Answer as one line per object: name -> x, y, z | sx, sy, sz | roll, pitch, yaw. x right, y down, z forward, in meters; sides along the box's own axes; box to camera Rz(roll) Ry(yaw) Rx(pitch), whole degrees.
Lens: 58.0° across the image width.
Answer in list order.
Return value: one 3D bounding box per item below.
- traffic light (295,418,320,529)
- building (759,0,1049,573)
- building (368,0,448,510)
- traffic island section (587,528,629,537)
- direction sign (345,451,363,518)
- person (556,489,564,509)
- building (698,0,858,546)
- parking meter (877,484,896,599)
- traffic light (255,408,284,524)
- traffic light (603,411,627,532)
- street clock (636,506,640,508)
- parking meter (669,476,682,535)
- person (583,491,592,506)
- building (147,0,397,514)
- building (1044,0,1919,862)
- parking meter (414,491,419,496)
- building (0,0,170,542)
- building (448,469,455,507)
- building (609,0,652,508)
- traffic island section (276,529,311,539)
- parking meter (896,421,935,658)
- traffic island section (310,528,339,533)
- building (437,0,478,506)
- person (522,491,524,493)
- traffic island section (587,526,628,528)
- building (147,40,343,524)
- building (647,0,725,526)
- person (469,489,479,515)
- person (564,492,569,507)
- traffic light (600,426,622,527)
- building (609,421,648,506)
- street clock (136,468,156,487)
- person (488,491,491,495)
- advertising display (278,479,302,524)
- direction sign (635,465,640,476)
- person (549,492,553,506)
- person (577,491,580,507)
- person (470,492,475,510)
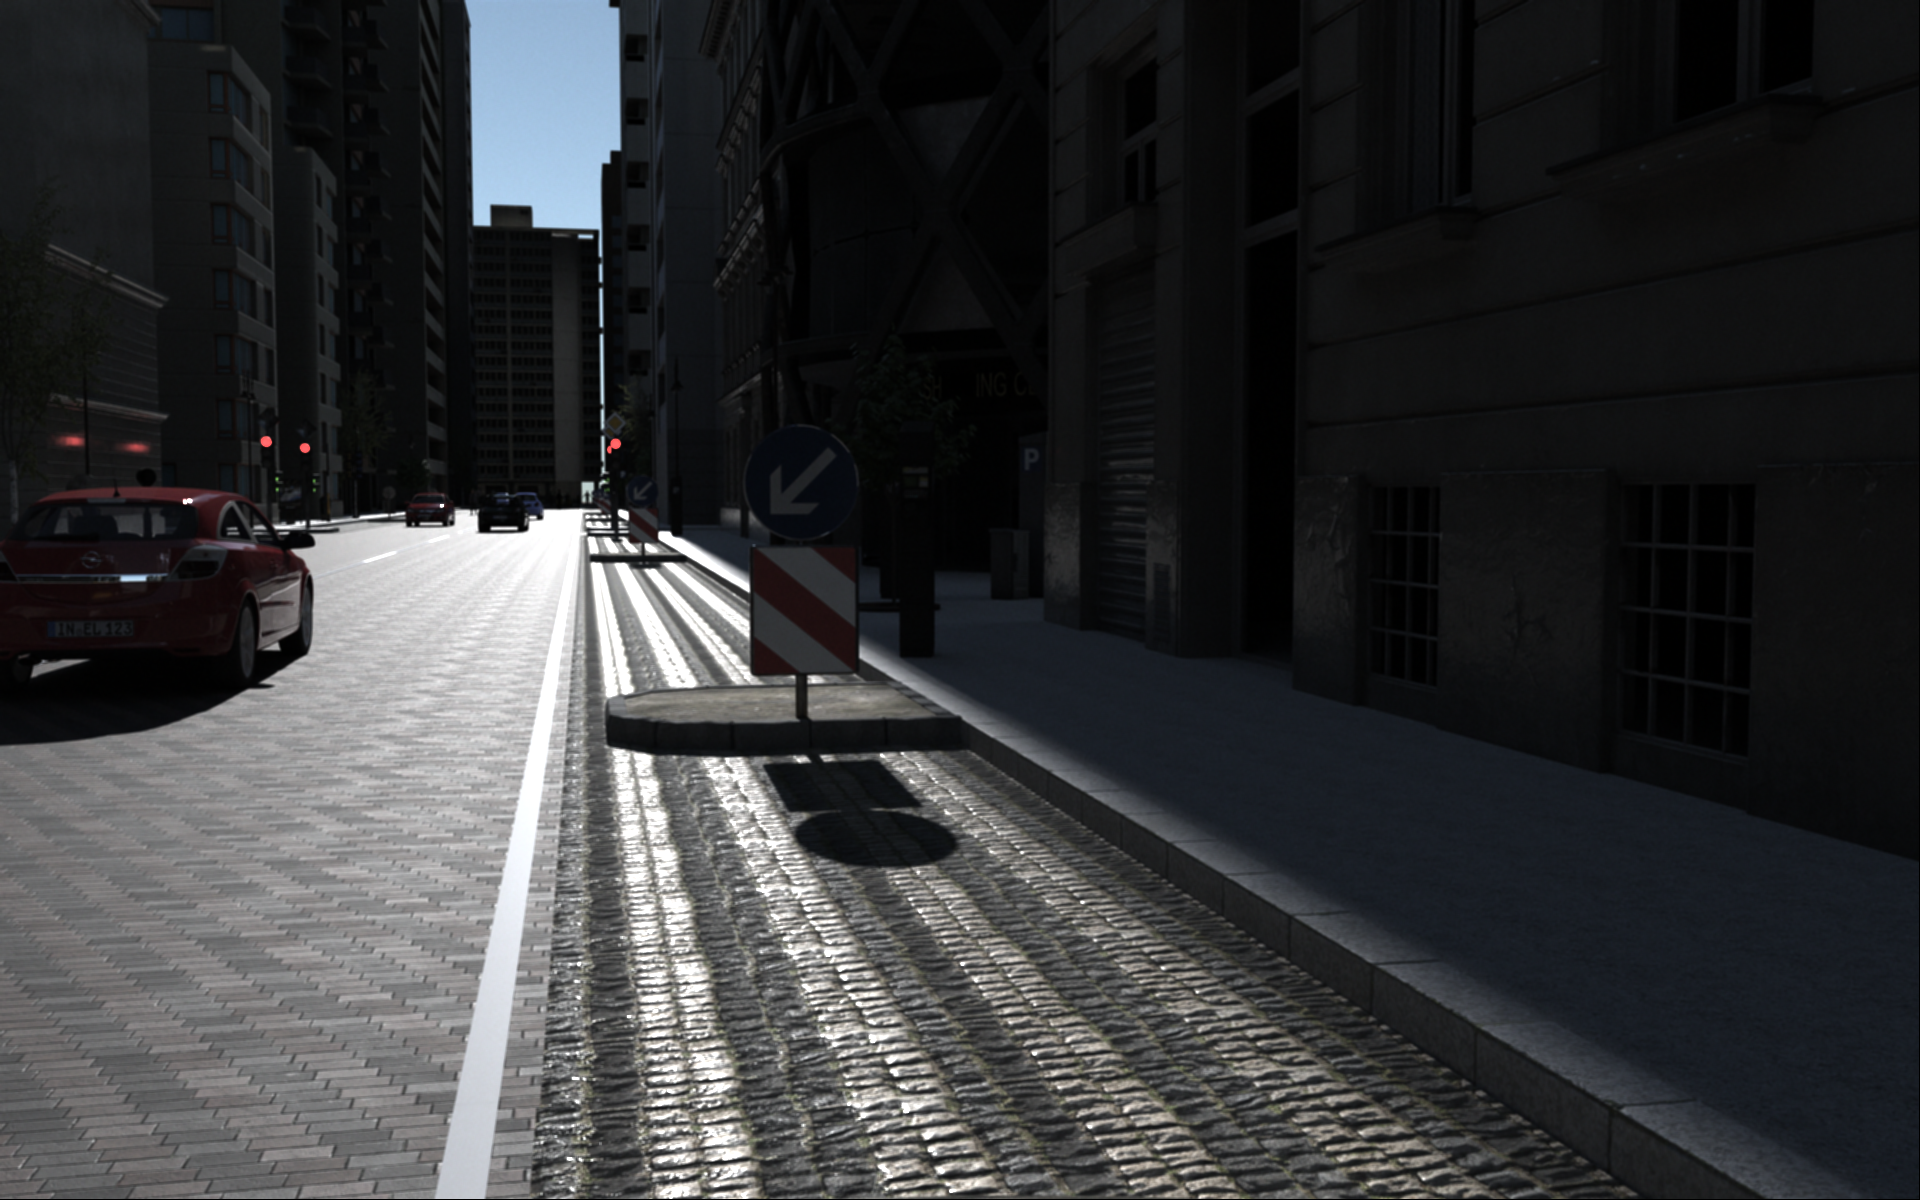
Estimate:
traffic light -> -24.201, -4.606, 64.226 | 0.839, 4.253, 0.868 | -1, 4, -12
building -> 4.526, -10.128, 33.047 | 16.820, 18.784, 16.811 | -1, 4, -12
building -> -55.086, -31.874, 144.838 | 21.300, 48.544, 21.600 | -1, 4, -12
traffic island section -> -11.657, -2.240, 58.902 | 2.009, 0.180, 2.903 | -1, 4, -12
direction sign -> -31.914, -6.069, 91.220 | 0.876, 3.537, 0.379 | -2, 4, -29
person -> -37.468, -9.414, 162.046 | 0.705, 1.869, 1.348 | -3, 5, -43
building -> -1.678, -11.395, 50.937 | 10.561, 19.102, 19.286 | -1, 4, -12
parking meter -> -0.800, -0.952, 21.284 | 0.399, 1.863, 0.255 | 1, 4, 15
traffic light -> -22.505, -4.129, 56.423 | 0.839, 4.253, 0.868 | -1, 4, -12
traffic light -> -11.699, -4.273, 58.780 | 0.839, 4.253, 0.868 | -1, 4, -12
street clock -> -19.552, -6.150, 105.125 | 0.471, 2.002, 0.358 | -3, 5, -41
parking meter -> -8.914, -2.972, 54.310 | 0.399, 1.863, 0.255 | -1, 4, -10
person -> -45.354, -12.378, 210.835 | 1.348, 1.831, 0.705 | -2, 4, -32
building -> -49.802, -28.093, 113.951 | 22.147, 44.769, 28.867 | -1, 4, -12
building -> 10.962, -10.471, 4.492 | 16.112, 22.955, 30.059 | -1, 4, -12
parking meter -> -43.113, -7.890, 137.405 | 0.372, 1.533, 0.369 | 0, 3, 0
building -> -40.411, -13.819, 45.018 | 34.723, 24.649, 14.460 | -1, 4, -12
building -> -59.624, -44.432, 164.720 | 20.563, 71.187, 20.611 | -1, 4, -12
building -> -17.967, -35.117, 163.399 | 28.713, 52.752, 27.495 | -1, 4, -12
traffic island section -> -22.546, -2.096, 56.548 | 2.009, 0.180, 2.903 | -1, 4, -12
parking meter -> -0.339, -0.487, 13.679 | 0.255, 1.863, 0.399 | 0, 4, 3
traffic island section -> -24.243, -2.573, 64.352 | 2.009, 0.180, 2.903 | -1, 4, -12
building -> -70.246, -40.092, 197.495 | 28.212, 58.520, 21.231 | -1, 4, -12
person -> -45.390, -10.429, 179.732 | 1.217, 1.735, 0.721 | -2, 4, -27
traffic island section -> -13.354, -2.717, 66.706 | 2.009, 0.180, 2.903 | -1, 4, -12
building -> -44.550, -14.256, 78.127 | 27.650, 21.520, 28.899 | -1, 4, -12
building -> 0.659, -32.729, 77.112 | 28.212, 58.520, 21.231 | -1, 4, -12
person -> -33.238, -6.722, 118.585 | 0.709, 1.800, 0.728 | 1, 4, 8
person -> -43.052, -10.978, 189.460 | 0.415, 1.643, 0.593 | 2, 4, 29
traffic light -> -13.395, -4.750, 66.583 | 0.839, 4.253, 0.868 | -1, 4, -12
building -> -31.529, -46.928, 205.516 | 20.563, 71.187, 20.611 | -1, 4, -12
street clock -> -22.867, -2.700, 48.714 | 0.358, 2.002, 0.471 | 3, 5, 42
person -> -50.110, -10.746, 184.911 | 1.217, 1.743, 0.721 | -1, 4, -18
advertising display -> -28.797, -4.236, 74.466 | 0.974, 1.923, 0.123 | -1, 4, -22
direction sign -> -25.120, -8.797, 135.834 | 0.379, 3.537, 0.876 | 2, 4, 32
person -> -47.991, -11.844, 202.950 | 0.742, 1.727, 0.445 | 3, 4, 38
person -> -43.382, -11.455, 196.520 | 0.721, 1.736, 1.217 | 0, 4, -7
person -> -43.318, -8.851, 154.023 | 0.445, 1.727, 0.742 | 0, 4, 4
